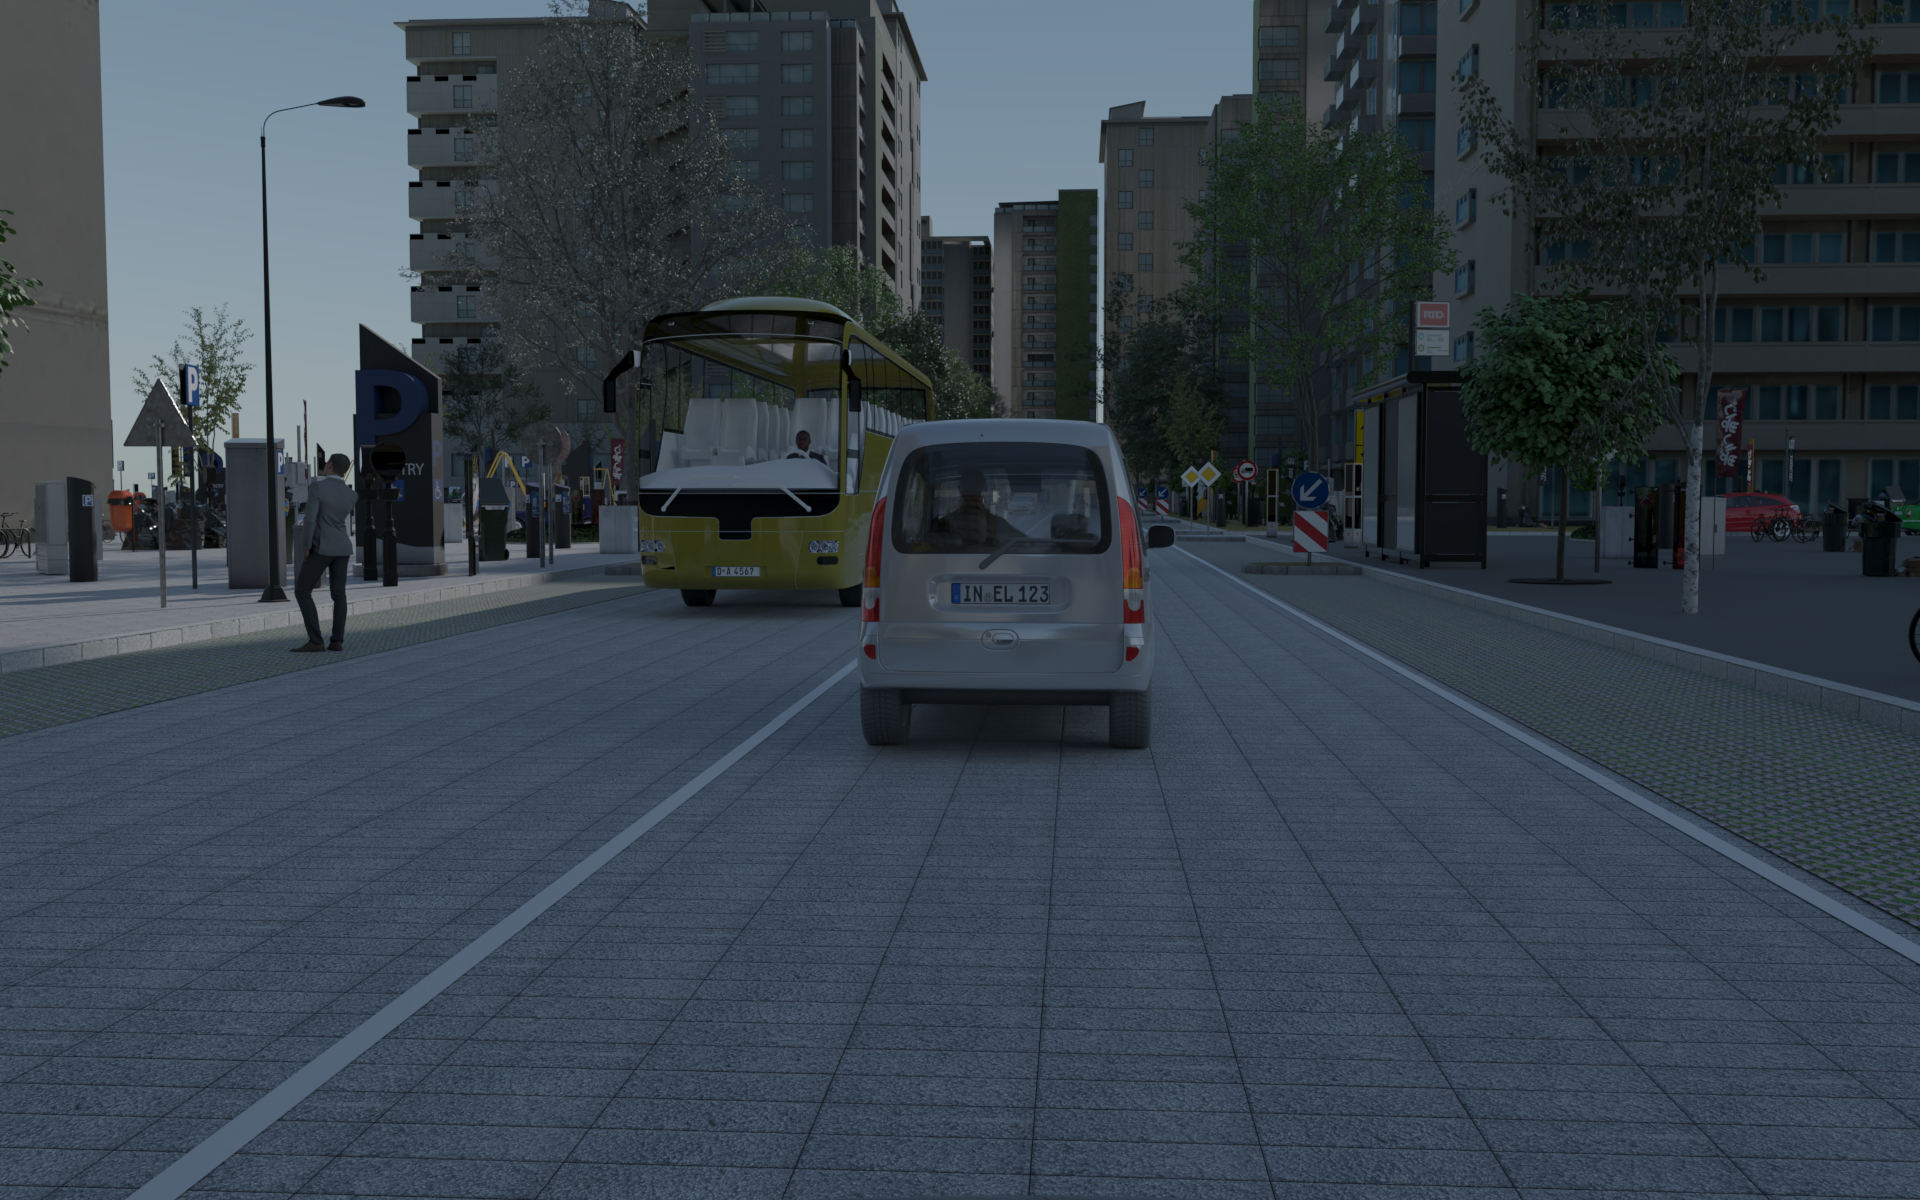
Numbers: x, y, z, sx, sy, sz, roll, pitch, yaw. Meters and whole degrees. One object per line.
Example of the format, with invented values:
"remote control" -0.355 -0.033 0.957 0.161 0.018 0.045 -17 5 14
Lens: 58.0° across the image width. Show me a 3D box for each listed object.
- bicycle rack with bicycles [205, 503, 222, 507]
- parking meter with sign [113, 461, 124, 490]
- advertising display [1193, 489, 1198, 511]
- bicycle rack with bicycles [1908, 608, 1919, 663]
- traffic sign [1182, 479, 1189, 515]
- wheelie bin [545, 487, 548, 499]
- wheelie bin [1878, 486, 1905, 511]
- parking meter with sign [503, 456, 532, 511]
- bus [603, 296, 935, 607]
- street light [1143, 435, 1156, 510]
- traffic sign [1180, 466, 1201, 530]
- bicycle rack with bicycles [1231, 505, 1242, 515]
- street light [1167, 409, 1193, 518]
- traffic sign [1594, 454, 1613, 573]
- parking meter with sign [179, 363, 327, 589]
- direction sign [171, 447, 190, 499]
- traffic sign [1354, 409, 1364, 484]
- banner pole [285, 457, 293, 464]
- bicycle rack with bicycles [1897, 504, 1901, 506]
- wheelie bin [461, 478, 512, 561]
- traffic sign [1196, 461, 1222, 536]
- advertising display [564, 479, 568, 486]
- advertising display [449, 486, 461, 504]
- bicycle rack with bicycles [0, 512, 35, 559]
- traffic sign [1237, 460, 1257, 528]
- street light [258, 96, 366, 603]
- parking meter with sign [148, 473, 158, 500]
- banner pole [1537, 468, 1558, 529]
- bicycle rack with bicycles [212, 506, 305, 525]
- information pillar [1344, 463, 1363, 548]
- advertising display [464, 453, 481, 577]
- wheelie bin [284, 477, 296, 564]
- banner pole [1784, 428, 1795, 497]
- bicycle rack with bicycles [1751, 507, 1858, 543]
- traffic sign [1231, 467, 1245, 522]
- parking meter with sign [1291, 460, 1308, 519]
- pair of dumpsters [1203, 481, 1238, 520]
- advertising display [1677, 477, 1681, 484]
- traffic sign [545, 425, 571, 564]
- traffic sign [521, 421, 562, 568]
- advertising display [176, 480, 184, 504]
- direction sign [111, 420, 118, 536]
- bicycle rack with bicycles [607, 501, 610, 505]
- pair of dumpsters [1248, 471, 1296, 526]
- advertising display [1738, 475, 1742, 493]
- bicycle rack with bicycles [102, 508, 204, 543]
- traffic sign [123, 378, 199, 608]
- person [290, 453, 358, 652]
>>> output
"bicycle rack with bicycles" -30.842 -3.721 74.228 2.925 0.926 2.852 1 4 12
"parking meter with sign" -44.099 -5.697 89.400 0.543 3.016 1.738 3 4 37
"advertising display" 15.946 -6.724 115.156 0.974 1.923 0.123 0 4 -7
"bicycle rack with bicycles" 8.440 0.083 12.033 2.925 0.926 2.852 3 4 38
"traffic sign" 12.702 -5.785 96.717 0.606 2.300 0.079 1 4 14
"wheelie bin" -17.985 -4.079 74.605 0.693 1.594 0.980 -3 5 -41
"wheelie bin" 35.582 -3.567 66.221 0.980 1.594 0.693 -1 4 -9
"parking meter with sign" -20.181 -5.101 79.663 0.543 3.016 1.738 2 4 26
"bus" -2.123 -2.065 25.305 2.896 3.916 12.252 0 4 4
"street light" 14.699 -9.990 135.879 1.470 5.913 1.316 0 4 4
"traffic sign" 8.156 -3.511 61.040 0.795 2.450 0.064 0 4 4
"bicycle rack with bicycles" 16.951 -5.833 108.748 2.925 0.926 2.852 0 4 -7
"street light" 11.963 -7.443 94.240 1.470 5.913 1.316 0 4 4
"traffic sign" 10.427 -1.722 28.267 0.768 2.556 0.104 0 4 7
"parking meter with sign" -9.555 -1.666 23.499 1.738 3.016 0.543 0 4 -7
"direction sign" -35.577 -5.332 79.172 0.876 3.537 0.379 0 4 -1
"traffic sign" 10.569 -2.907 41.409 2.265 3.308 0.079 0 4 8
"banner pole" -39.928 -6.890 102.664 0.863 3.779 0.401 0 4 0
"bicycle rack with bicycles" 57.875 -5.544 104.019 2.925 0.926 2.852 -2 4 -31
"wheelie bin" -9.130 -1.552 33.285 0.693 1.594 0.980 3 5 44
"traffic sign" 7.608 -3.023 53.074 0.795 2.450 0.064 0 4 4
"advertising display" -16.855 -4.217 74.164 0.123 1.923 0.974 -1 4 -14
"advertising display" -40.191 -8.113 137.855 0.974 1.923 0.123 0 4 -3
"bicycle rack with bicycles" -19.517 -1.269 34.137 2.852 0.926 2.925 2 4 25
"traffic sign" 10.737 -3.959 64.837 0.768 2.556 0.104 0 4 4
"street light" -7.630 -2.928 20.407 1.470 5.913 1.316 0 4 4
"parking meter with sign" -65.307 -8.832 140.671 0.543 3.016 1.738 0 4 -5
"banner pole" 21.630 -4.511 63.769 0.401 3.779 0.863 -3 5 -44
"bicycle rack with bicycles" -16.518 -1.830 43.300 2.852 0.926 2.925 1 4 10
"information pillar" 9.318 -2.235 41.038 0.304 2.012 0.304 -2 4 -34
"advertising display" -7.687 -1.353 27.334 0.123 1.923 0.974 -1 4 -9
"wheelie bin" -12.580 -1.449 31.604 0.980 1.594 0.693 1 4 13
"banner pole" 31.575 -4.646 65.987 0.863 3.779 0.401 -3 4 -37
"bicycle rack with bicycles" 22.406 -2.005 46.162 2.925 0.926 2.852 -1 4 -12
"traffic sign" 12.838 -4.870 79.727 0.768 2.556 0.104 0 4 7
"parking meter with sign" 17.627 -5.720 89.779 0.543 3.016 1.738 -1 4 -13
"pair of dumpsters" 13.246 -5.202 87.545 1.574 2.255 4.437 0 4 4
"advertising display" 26.762 -3.628 64.537 0.123 1.923 0.974 2 4 24
"traffic sign" -7.476 -1.926 31.598 0.768 2.556 0.104 0 4 4
"traffic sign" -7.287 -1.838 30.157 0.768 2.556 0.104 1 4 12
"advertising display" -37.086 -4.718 82.349 0.123 1.923 0.974 -1 4 -10
"direction sign" -26.081 -3.736 53.076 0.379 3.537 0.876 -3 5 -43
"bicycle rack with bicycles" -26.663 -7.395 134.284 2.925 0.926 2.852 3 4 36
"pair of dumpsters" 12.850 -4.217 71.443 1.574 2.255 4.437 0 4 4
"advertising display" 26.853 -3.329 59.651 0.123 1.923 0.974 2 4 25
"bicycle rack with bicycles" -21.752 -1.925 44.863 2.852 0.926 2.925 0 4 4
"traffic sign" -8.992 -1.191 19.484 0.884 2.594 0.081 0 4 6
"person" -5.761 -0.429 15.697 0.592 1.802 0.473 -3 5 -44
